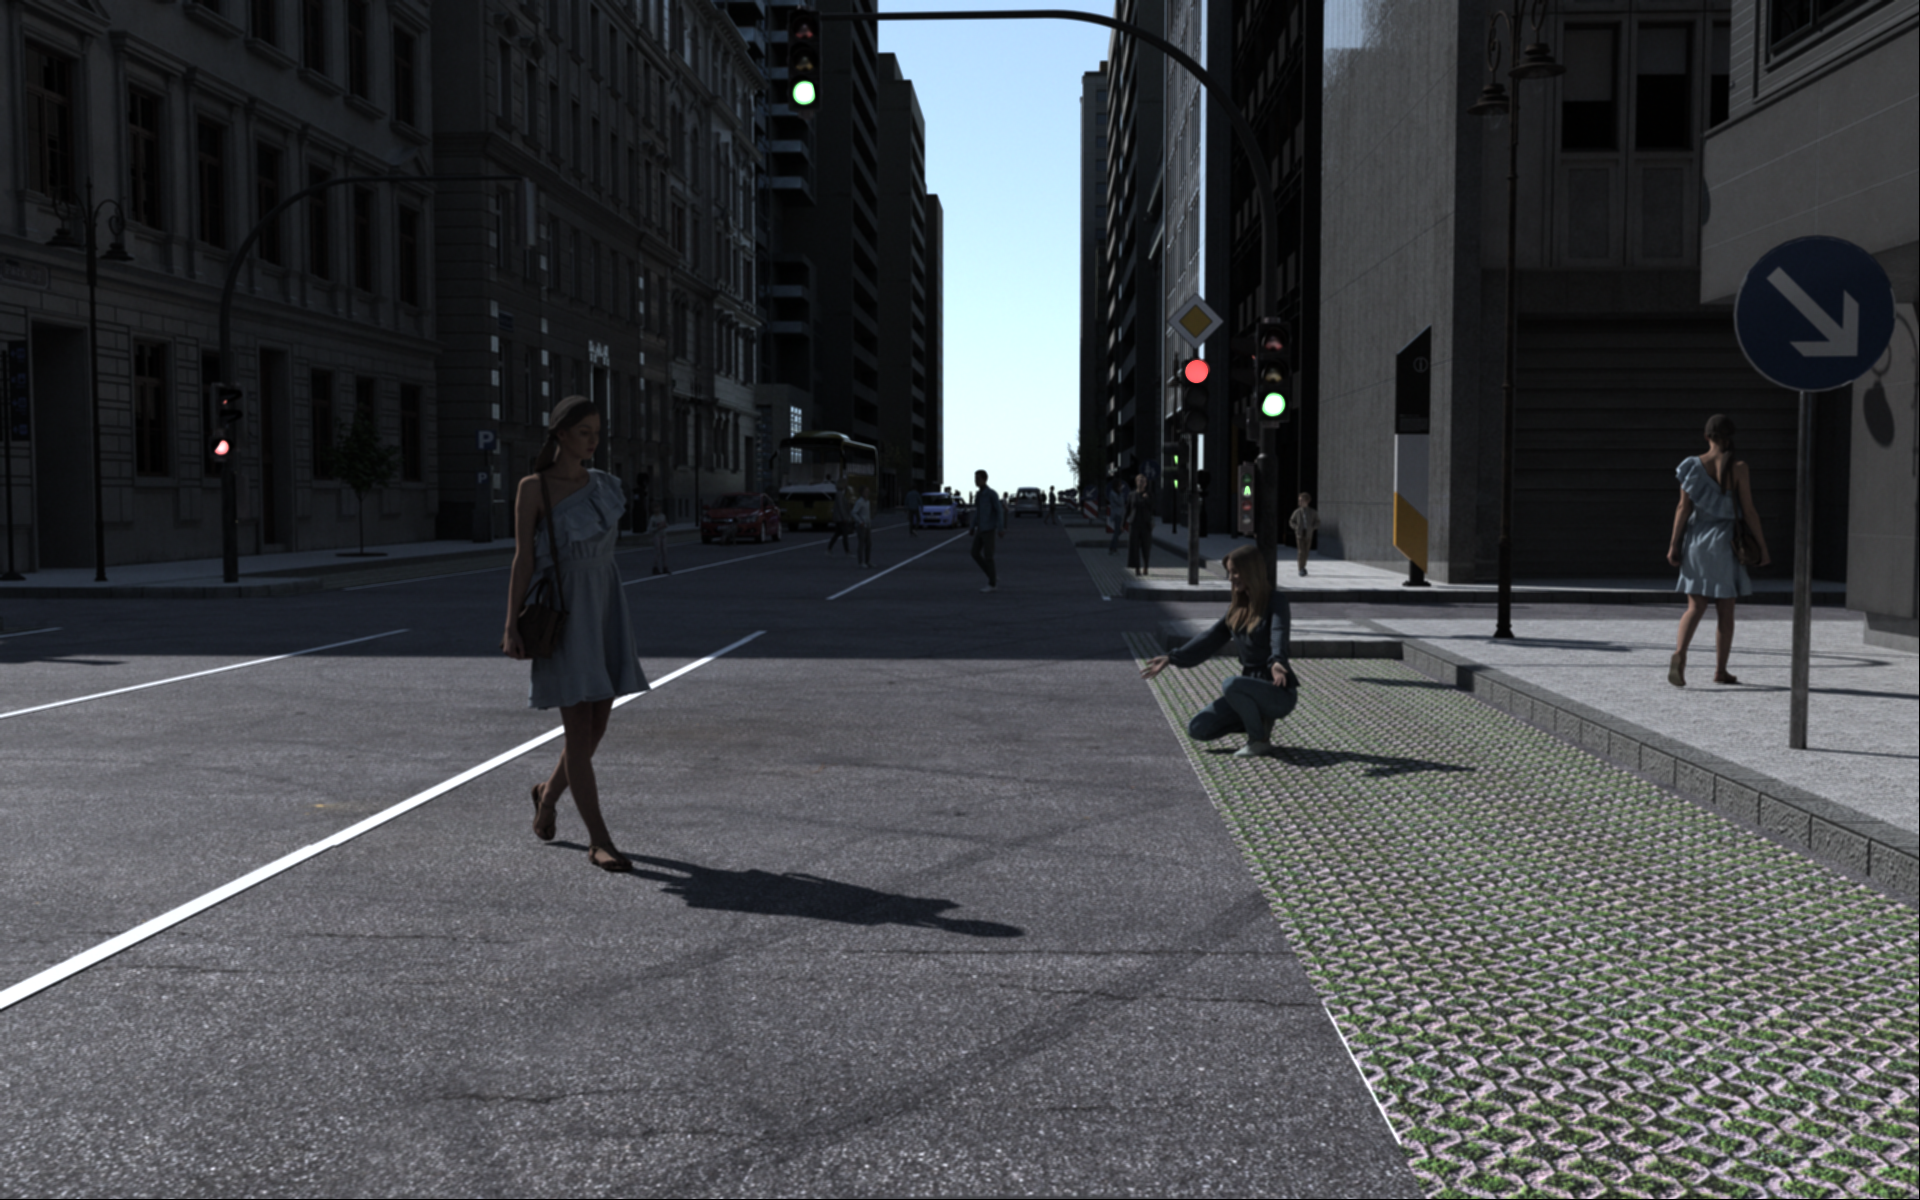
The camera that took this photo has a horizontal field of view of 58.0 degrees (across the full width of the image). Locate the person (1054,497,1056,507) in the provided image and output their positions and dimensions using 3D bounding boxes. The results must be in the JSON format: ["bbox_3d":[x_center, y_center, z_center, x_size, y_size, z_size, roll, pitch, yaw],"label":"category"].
[{"bbox_3d":[9.336,-9.904,173.619,0.628,1.438,0.799,1,4,9],"label":"person"}]

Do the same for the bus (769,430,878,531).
[{"bbox_3d":[-5.279,-4.830,70.520,2.896,3.916,12.252,0,4,4],"label":"bus"}]

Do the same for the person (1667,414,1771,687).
[{"bbox_3d":[5.041,-0.330,11.529,0.778,1.811,0.616,-3,5,-43],"label":"person"}]

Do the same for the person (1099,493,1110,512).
[{"bbox_3d":[10.528,-7.155,123.022,1.348,1.824,0.705,-1,4,-13],"label":"person"}]

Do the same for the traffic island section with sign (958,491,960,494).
[{"bbox_3d":[-0.204,-13.812,234.459,1.989,1.847,2.006,0,4,3],"label":"traffic island section with sign"}]

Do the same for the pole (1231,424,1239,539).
[{"bbox_3d":[7.910,-3.424,49.821,0.158,3.312,0.155,0,3,0],"label":"pole"}]

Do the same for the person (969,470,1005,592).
[{"bbox_3d":[0.407,-1.008,25.323,0.444,1.785,0.601,-2,4,-24],"label":"person"}]

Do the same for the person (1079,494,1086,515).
[{"bbox_3d":[8.253,-6.412,116.574,0.421,1.427,0.697,-1,4,-17],"label":"person"}]

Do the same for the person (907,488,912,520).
[{"bbox_3d":[-2.793,-5.425,97.452,0.529,1.795,0.600,-3,5,-43],"label":"person"}]

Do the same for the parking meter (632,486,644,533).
[{"bbox_3d":[-10.516,-2.944,56.551,0.372,1.533,0.369,0,3,0],"label":"parking meter"}]

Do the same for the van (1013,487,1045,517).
[{"bbox_3d":[4.266,-6.136,107.342,2.013,2.044,4.112,0,4,4],"label":"van"}]

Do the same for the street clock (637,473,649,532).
[{"bbox_3d":[-10.680,-3.289,58.350,0.358,2.002,0.471,1,4,14],"label":"street clock"}]

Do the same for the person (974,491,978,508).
[{"bbox_3d":[1.656,-10.113,174.561,1.217,1.735,0.721,3,5,42],"label":"person"}]

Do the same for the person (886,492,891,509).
[{"bbox_3d":[-6.288,-8.684,151.292,0.557,1.426,1.065,-2,4,-26],"label":"person"}]

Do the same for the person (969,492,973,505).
[{"bbox_3d":[1.364,-11.907,203.910,0.721,1.736,1.217,-1,4,-11],"label":"person"}]

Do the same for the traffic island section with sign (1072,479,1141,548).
[{"bbox_3d":[4.100,-2.324,46.622,1.989,1.847,2.006,0,4,3],"label":"traffic island section with sign"}]

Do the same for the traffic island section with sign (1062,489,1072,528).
[{"bbox_3d":[5.474,-4.013,74.240,1.989,1.847,2.006,0,4,3],"label":"traffic island section with sign"}]

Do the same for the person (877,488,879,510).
[{"bbox_3d":[-6.859,-8.409,143.534,0.705,1.824,1.348,-1,4,-15],"label":"person"}]

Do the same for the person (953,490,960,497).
[{"bbox_3d":[-0.225,-7.540,132.324,0.990,1.755,0.434,-2,4,-24],"label":"person"}]

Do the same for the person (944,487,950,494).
[{"bbox_3d":[-0.769,-4.956,89.704,0.511,1.800,0.466,0,4,1],"label":"person"}]

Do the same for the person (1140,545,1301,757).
[{"bbox_3d":[1.561,0.278,9.449,0.738,1.151,1.012,-2,4,-26],"label":"person"}]

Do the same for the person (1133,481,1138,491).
[{"bbox_3d":[7.498,-4.042,71.937,0.655,1.846,0.447,-1,4,-16],"label":"person"}]

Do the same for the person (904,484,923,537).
[{"bbox_3d":[-1.553,-3.004,57.952,0.601,1.785,0.444,1,4,18],"label":"person"}]

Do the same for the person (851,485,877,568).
[{"bbox_3d":[-1.866,-1.422,33.558,0.330,1.601,0.589,3,4,36],"label":"person"}]

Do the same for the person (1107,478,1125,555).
[{"bbox_3d":[3.634,-1.930,40.328,0.793,1.790,0.793,-1,4,-22],"label":"person"}]

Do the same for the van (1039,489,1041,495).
[{"bbox_3d":[8.702,-12.306,205.581,2.240,2.365,5.245,0,4,2],"label":"van"}]

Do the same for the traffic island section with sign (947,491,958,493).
[{"bbox_3d":[-1.548,-12.162,207.483,1.989,1.847,2.006,0,4,3],"label":"traffic island section with sign"}]

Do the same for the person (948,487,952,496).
[{"bbox_3d":[-0.558,-5.392,96.431,0.659,1.850,0.755,-3,5,-41],"label":"person"}]

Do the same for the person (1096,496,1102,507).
[{"bbox_3d":[14.394,-10.376,181.371,0.991,1.433,0.599,2,4,25],"label":"person"}]

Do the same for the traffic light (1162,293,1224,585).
[{"bbox_3d":[3.277,-2.167,24.349,0.839,4.253,0.868,0,4,3],"label":"traffic light"}]

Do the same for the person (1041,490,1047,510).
[{"bbox_3d":[7.301,-8.713,151.486,0.617,1.759,0.750,0,3,0],"label":"person"}]

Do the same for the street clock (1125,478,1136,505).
[{"bbox_3d":[7.853,-4.530,78.631,0.471,2.002,0.358,0,4,4],"label":"street clock"}]

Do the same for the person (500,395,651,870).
[{"bbox_3d":[-1.545,0.112,6.770,0.616,1.811,0.778,-3,5,-42],"label":"person"}]

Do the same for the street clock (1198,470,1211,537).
[{"bbox_3d":[7.204,-2.857,51.277,0.358,2.002,0.471,-1,4,-23],"label":"street clock"}]

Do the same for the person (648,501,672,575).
[{"bbox_3d":[-5.322,-1.101,30.781,0.394,1.301,0.425,2,4,28],"label":"person"}]

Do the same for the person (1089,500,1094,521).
[{"bbox_3d":[6.868,-4.739,90.664,0.332,1.250,0.352,-3,4,-37],"label":"person"}]

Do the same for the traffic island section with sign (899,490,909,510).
[{"bbox_3d":[-4.299,-8.770,152.015,1.989,1.847,2.006,0,4,3],"label":"traffic island section with sign"}]

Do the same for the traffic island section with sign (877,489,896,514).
[{"bbox_3d":[-5.646,-7.123,125.093,1.989,1.847,2.006,0,4,3],"label":"traffic island section with sign"}]

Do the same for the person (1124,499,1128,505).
[{"bbox_3d":[8.994,-5.398,94.427,0.709,1.813,0.853,3,4,38],"label":"person"}]

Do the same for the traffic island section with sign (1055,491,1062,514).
[{"bbox_3d":[7.919,-7.028,123.531,1.989,1.847,2.006,0,4,3],"label":"traffic island section with sign"}]

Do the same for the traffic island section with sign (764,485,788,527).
[{"bbox_3d":[-8.145,-4.048,74.818,1.989,1.847,2.006,0,4,3],"label":"traffic island section with sign"}]

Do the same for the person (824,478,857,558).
[{"bbox_3d":[-2.679,-1.845,38.846,0.728,1.800,0.709,0,4,-2],"label":"person"}]

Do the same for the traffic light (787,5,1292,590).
[{"bbox_3d":[0.787,-2.548,16.336,4.771,5.953,1.251,0,4,3],"label":"traffic light"}]

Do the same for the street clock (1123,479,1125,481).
[{"bbox_3d":[7.888,-4.743,82.124,0.358,2.002,0.471,-2,4,-30],"label":"street clock"}]

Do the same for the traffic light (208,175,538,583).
[{"bbox_3d":[-8.474,-3.075,24.950,4.771,5.953,1.251,0,4,3],"label":"traffic light"}]

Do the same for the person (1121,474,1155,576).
[{"bbox_3d":[3.131,-1.307,30.290,0.576,1.772,0.534,-1,4,-8],"label":"person"}]

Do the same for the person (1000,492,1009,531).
[{"bbox_3d":[1.749,-3.429,67.159,0.523,1.515,0.503,-2,4,-25],"label":"person"}]

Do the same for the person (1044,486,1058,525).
[{"bbox_3d":[4.259,-4.443,81.166,0.654,1.822,0.581,1,4,15],"label":"person"}]

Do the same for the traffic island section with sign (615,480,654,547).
[{"bbox_3d":[-9.488,-2.402,47.897,1.989,1.847,2.006,0,4,3],"label":"traffic island section with sign"}]

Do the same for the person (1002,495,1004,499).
[{"bbox_3d":[6.639,-15.087,258.394,0.991,1.433,0.599,3,5,43],"label":"person"}]

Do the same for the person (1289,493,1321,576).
[{"bbox_3d":[5.420,-1.032,27.190,0.475,1.303,0.640,0,4,0],"label":"person"}]
